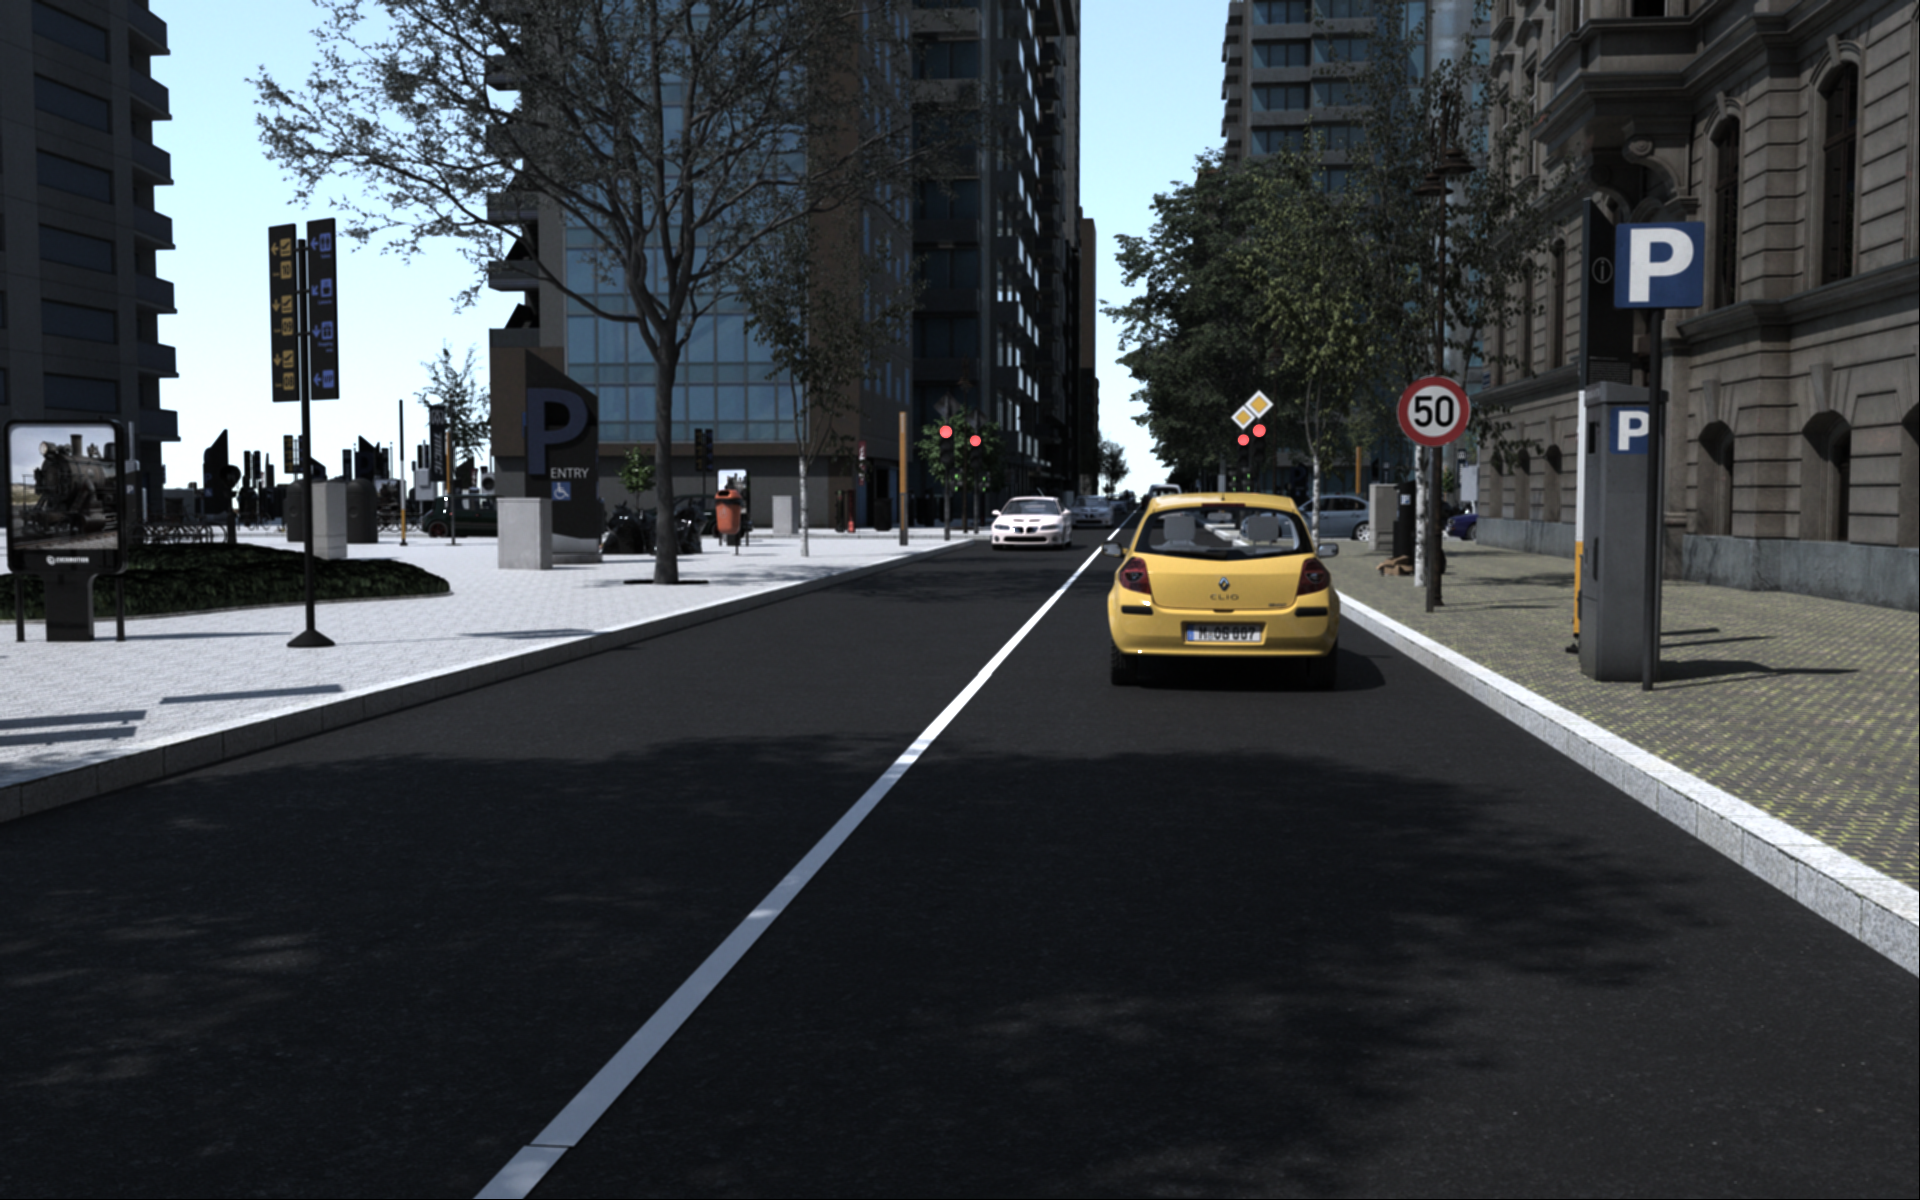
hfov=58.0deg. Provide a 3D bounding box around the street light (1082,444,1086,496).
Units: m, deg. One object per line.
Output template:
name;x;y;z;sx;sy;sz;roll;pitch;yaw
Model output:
street light;11.281;-11.311;157.728;0.468;5.910;1.993;0;4;6

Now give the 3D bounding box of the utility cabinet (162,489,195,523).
utility cabinet;-32.281;-3.847;71.578;1.173;1.500;0.318;-1;4;-15

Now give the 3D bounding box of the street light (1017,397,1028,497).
street light;2.975;-6.694;82.237;0.468;5.910;1.993;0;4;6

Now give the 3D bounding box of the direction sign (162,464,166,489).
direction sign;-60.628;-8.548;131.760;0.876;3.537;0.379;3;4;38

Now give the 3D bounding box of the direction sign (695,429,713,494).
direction sign;-8.905;-4.176;60.281;0.379;3.537;0.876;2;4;34

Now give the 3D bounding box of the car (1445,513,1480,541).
car;15.964;-2.267;49.640;3.894;1.354;1.945;1;4;8

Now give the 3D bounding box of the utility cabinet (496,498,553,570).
utility cabinet;-7.414;-1.123;29.530;1.020;1.237;0.306;2;4;31

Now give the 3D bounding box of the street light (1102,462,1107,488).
street light;17.627;-14.795;214.677;0.468;5.910;1.993;0;4;6

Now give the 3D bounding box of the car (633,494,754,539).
car;-8.483;-2.677;53.550;4.222;1.686;2.009;0;4;8

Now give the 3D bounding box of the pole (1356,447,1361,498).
pole;17.128;-4.932;74.475;0.158;3.312;0.155;0;3;0

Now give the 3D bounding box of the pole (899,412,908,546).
pole;-1.401;-3.009;43.044;0.158;3.312;0.155;0;3;0

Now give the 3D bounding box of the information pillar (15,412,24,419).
information pillar;-26.685;-3.551;49.407;0.504;3.616;0.183;1;4;16

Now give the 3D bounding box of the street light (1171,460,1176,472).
street light;29.255;-16.052;235.235;0.468;5.910;1.993;0;4;6

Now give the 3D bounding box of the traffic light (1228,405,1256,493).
traffic light;8.903;-4.021;54.664;0.839;4.253;0.868;0;4;6

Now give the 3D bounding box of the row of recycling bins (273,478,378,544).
row of recycling bins;-16.633;-2.364;45.762;3.534;1.692;1.069;3;4;39

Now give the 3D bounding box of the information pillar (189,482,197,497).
information pillar;-46.594;-6.165;105.290;0.304;2.012;0.304;1;4;17

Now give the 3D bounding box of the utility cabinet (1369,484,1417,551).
utility cabinet;9.802;-1.851;38.942;1.173;1.500;0.318;-1;4;-15

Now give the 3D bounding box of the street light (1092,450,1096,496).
street light;14.217;-12.883;183.416;0.468;5.910;1.993;0;4;6

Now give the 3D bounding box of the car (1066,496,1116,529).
car;5.521;-3.705;72.931;2.083;1.381;4.827;0;4;7

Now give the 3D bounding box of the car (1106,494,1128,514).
car;11.196;-6.943;125.526;2.014;1.417;4.499;0;4;8

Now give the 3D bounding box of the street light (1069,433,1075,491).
street light;8.563;-9.739;132.017;0.468;5.910;1.993;0;4;6

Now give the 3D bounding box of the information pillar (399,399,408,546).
information pillar;-13.887;-3.166;43.120;0.183;3.616;0.504;-1;4;-19

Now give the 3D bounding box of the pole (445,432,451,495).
pole;-16.808;-3.869;57.098;0.158;3.312;0.155;0;3;0

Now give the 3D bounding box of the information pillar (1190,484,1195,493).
information pillar;16.297;-7.144;121.289;0.304;2.012;0.304;1;4;11

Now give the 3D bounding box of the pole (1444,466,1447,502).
pole;34.765;-7.963;124.032;0.158;3.312;0.155;0;3;0

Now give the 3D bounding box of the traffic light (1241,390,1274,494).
traffic light;8.028;-3.536;46.727;0.839;4.253;0.868;0;4;6

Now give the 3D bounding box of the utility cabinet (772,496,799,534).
utility cabinet;-5.595;-2.720;55.637;0.306;1.237;1.020;-3;5;-43

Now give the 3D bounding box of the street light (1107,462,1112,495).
street light;20.481;-16.366;240.374;0.468;5.910;1.993;0;4;6

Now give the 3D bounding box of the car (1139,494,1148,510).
car;17.635;-9.225;159.873;2.155;1.783;4.494;0;4;7

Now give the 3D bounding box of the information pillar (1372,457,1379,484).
information pillar;26.145;-7.193;108.961;0.504;3.616;0.183;3;5;43

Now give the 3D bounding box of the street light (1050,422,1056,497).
street light;5.823;-8.308;108.629;0.468;5.910;1.993;0;4;6

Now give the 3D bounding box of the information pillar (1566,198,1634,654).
information pillar;5.168;-1.380;13.913;0.504;3.616;0.183;-1;4;-22

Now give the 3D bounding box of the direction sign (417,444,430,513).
direction sign;-24.552;-5.342;79.331;0.876;3.537;0.379;3;4;38

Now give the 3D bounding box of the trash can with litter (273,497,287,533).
trash can with litter;-22.210;-2.905;58.553;2.233;1.210;1.678;-1;4;-15

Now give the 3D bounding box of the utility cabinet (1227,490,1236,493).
utility cabinet;14.268;-4.898;88.762;1.173;1.500;0.318;2;4;34

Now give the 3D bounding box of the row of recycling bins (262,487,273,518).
row of recycling bins;-37.984;-5.456;96.311;1.069;1.692;3.534;0;4;-6

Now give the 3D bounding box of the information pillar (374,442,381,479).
information pillar;-25.916;-5.242;77.067;0.183;3.616;0.504;0;4;5

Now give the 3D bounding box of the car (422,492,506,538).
car;-14.145;-2.607;52.415;4.222;1.686;2.009;0;4;5

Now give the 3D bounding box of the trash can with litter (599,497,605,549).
trash can with litter;-8.384;-1.828;40.938;1.678;1.210;2.233;0;4;-7

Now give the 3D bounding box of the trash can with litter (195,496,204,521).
trash can with litter;-34.691;-4.169;79.221;2.233;1.210;1.678;1;4;9

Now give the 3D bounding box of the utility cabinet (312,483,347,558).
utility cabinet;-12.245;-1.525;33.605;0.318;1.500;1.173;0;4;-3

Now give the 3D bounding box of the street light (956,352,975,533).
street light;0.185;-5.122;56.533;0.468;5.910;1.993;0;4;6

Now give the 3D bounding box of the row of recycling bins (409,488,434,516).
row of recycling bins;-31.419;-5.750;101.128;1.069;1.692;3.534;-2;4;-31

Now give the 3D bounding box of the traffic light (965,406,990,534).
traffic light;0.541;-4.076;55.567;0.839;4.253;0.868;0;4;6

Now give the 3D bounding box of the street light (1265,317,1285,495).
street light;8.260;-4.442;45.412;0.468;5.910;1.993;0;4;6

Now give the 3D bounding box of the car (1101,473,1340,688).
car;2.148;-0.251;14.320;2.015;1.641;3.980;0;4;8

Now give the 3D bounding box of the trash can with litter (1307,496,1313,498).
trash can with litter;17.890;-4.687;88.024;0.624;1.170;1.055;2;4;25

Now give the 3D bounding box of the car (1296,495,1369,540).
car;10.514;-2.369;50.741;4.499;1.417;2.014;0;4;7

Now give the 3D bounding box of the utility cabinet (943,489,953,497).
utility cabinet;-0.559;-4.357;79.919;0.318;1.500;1.173;0;4;8

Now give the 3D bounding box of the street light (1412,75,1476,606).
street light;5.467;-2.870;19.708;0.468;5.910;1.993;0;4;6

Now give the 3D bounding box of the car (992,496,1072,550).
car;1.940;-2.039;45.698;2.083;1.381;4.827;0;4;8

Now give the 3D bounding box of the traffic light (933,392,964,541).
traffic light;-0.334;-3.591;47.630;0.839;4.253;0.868;0;4;6

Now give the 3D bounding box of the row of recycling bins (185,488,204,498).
row of recycling bins;-54.399;-7.126;123.625;1.069;1.692;3.534;0;4;4

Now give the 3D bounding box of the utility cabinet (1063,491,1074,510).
utility cabinet;7.621;-6.935;122.062;0.318;1.500;1.173;2;4;30

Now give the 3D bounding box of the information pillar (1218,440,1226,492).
information pillar;11.252;-5.084;74.486;0.183;3.616;0.504;3;5;40

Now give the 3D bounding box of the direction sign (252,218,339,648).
direction sign;-5.484;-1.378;14.526;0.876;3.537;0.379;2;4;34

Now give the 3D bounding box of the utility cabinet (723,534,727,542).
utility cabinet;-6.289;-2.184;46.867;0.306;1.237;1.020;0;4;-8

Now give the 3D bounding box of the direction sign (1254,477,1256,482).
direction sign;19.858;-7.740;118.552;0.876;3.537;0.379;3;5;41

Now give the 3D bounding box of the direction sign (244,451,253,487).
direction sign;-36.955;-6.026;90.520;0.379;3.537;0.876;3;5;43

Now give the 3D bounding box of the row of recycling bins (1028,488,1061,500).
row of recycling bins;5.251;-6.862;119.307;3.534;1.692;1.069;1;4;19
